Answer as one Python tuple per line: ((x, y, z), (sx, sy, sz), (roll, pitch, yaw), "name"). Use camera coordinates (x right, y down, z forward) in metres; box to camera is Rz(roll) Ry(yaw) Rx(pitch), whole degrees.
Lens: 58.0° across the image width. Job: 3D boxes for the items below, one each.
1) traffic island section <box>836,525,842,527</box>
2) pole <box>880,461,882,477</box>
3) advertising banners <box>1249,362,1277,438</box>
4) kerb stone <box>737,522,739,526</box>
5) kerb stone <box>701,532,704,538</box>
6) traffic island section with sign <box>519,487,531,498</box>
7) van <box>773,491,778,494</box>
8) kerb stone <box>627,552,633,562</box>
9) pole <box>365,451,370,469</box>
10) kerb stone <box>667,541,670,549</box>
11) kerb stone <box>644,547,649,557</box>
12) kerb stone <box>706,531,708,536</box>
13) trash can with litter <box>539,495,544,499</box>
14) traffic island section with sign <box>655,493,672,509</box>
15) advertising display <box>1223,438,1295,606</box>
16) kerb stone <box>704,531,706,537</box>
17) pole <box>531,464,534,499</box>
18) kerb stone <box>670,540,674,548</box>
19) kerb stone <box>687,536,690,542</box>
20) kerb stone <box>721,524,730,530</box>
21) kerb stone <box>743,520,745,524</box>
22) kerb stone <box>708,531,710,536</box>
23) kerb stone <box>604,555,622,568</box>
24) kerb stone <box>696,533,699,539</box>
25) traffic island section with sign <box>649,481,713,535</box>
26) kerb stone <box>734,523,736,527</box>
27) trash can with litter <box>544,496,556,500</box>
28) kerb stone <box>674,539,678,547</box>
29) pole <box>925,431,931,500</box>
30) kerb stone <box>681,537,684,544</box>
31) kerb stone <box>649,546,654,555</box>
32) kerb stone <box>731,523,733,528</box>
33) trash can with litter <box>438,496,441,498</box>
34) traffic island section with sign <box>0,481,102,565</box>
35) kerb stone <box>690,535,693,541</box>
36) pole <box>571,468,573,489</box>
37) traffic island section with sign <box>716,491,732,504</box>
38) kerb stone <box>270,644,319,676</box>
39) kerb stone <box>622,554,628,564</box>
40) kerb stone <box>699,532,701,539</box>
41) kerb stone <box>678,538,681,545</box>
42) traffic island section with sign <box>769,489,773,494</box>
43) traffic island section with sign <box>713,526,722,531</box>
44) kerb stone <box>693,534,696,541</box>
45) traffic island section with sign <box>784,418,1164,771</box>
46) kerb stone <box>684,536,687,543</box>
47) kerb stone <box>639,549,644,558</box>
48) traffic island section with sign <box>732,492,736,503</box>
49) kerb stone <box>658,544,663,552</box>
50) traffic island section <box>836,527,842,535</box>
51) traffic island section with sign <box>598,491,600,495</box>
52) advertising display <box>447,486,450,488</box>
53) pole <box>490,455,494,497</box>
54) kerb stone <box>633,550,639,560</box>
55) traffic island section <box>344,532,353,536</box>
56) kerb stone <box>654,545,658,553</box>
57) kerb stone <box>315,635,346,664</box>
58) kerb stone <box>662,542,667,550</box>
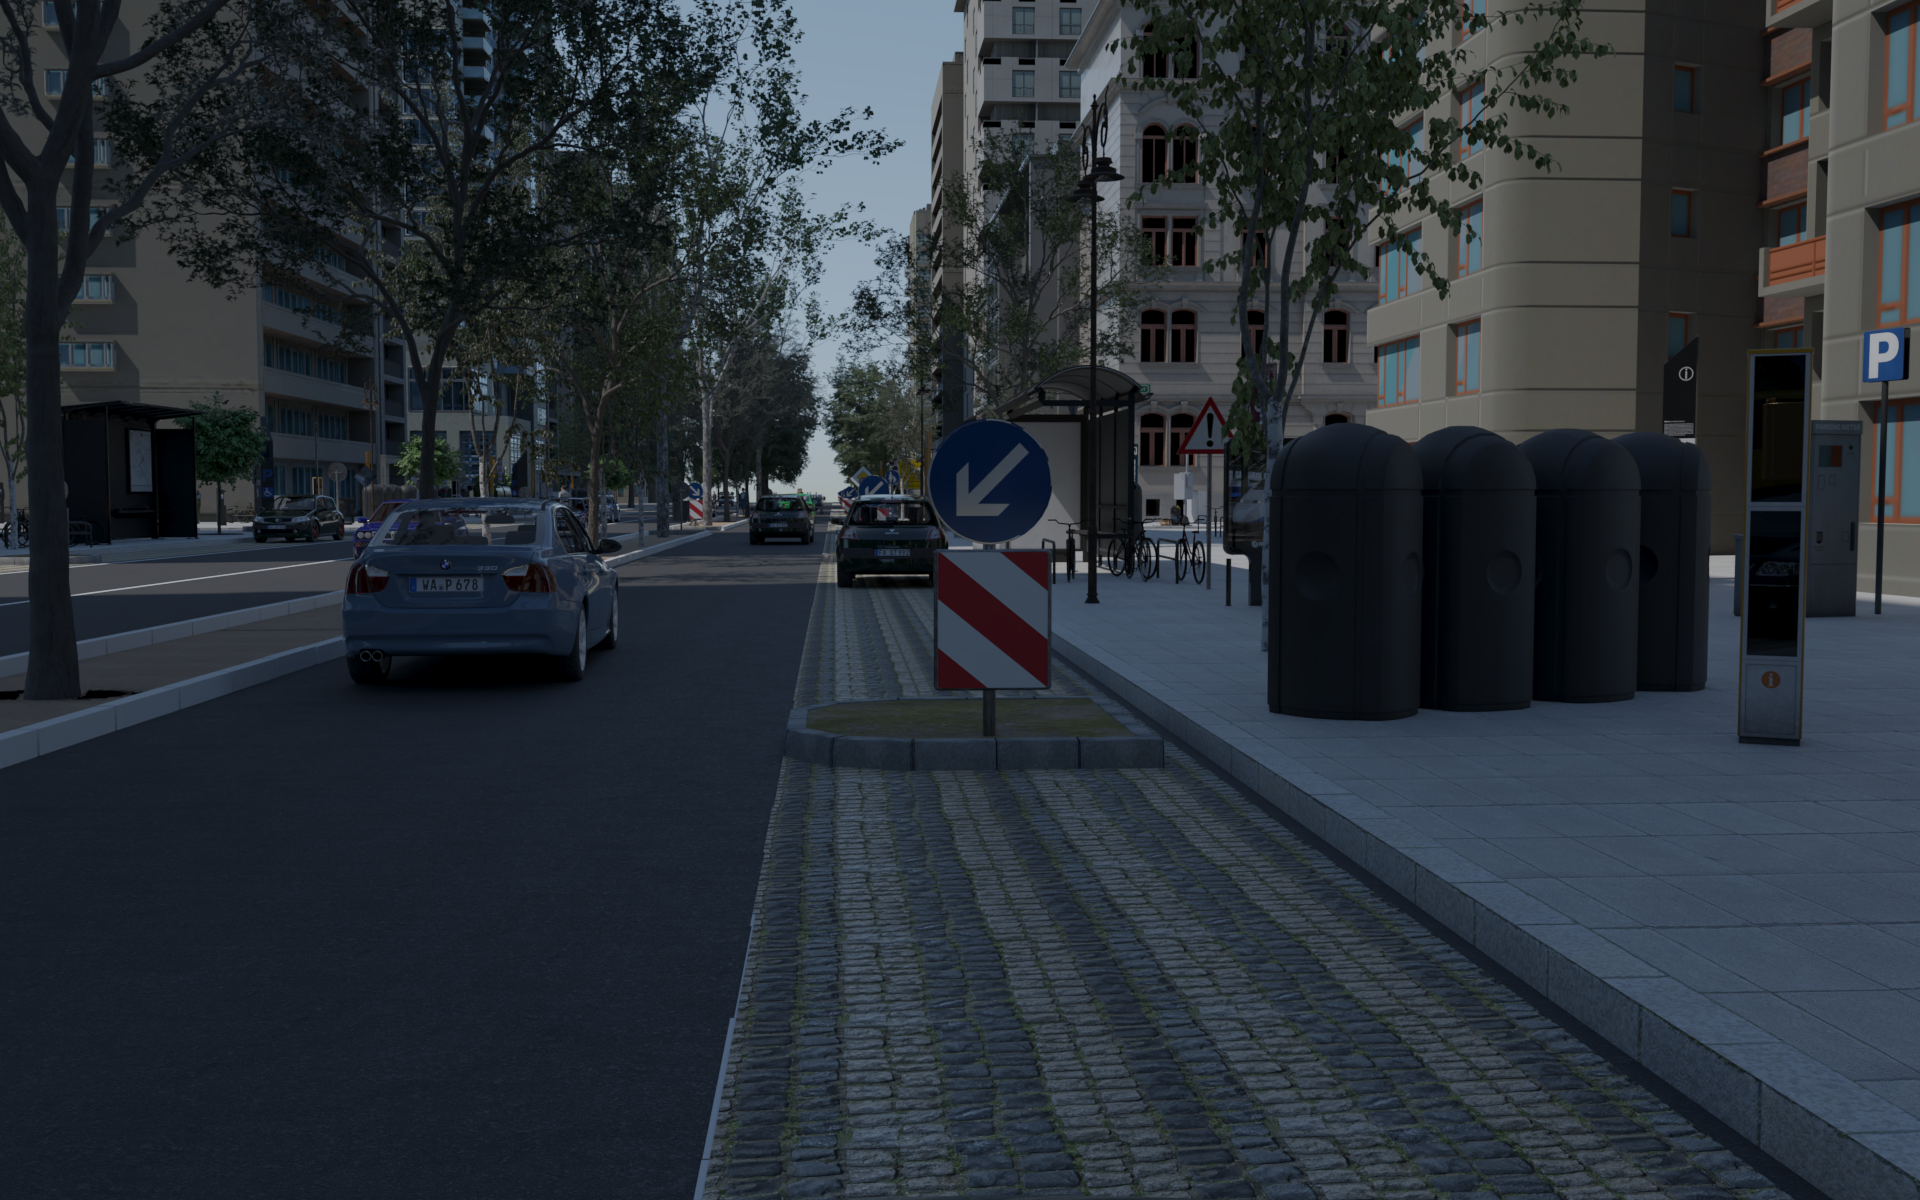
((-3.984, -2.884, 69.432), (2.009, 0.180, 2.903), (0, 4, -4), "traffic island section")
((-4.847, -6.881, 106.345), (0.158, 3.312, 0.155), (0, 3, 0), "pole")
((4.499, -1.616, 22.615), (0.090, 3.025, 2.074), (-3, 4, -36), "advertising banners")
((-9.906, -3.283, 75.904), (0.120, 0.150, 1.000), (0, 4, -4), "kerb stone")
((-8.468, -2.061, 55.961), (0.120, 0.150, 1.000), (0, 4, -4), "kerb stone")
((-22.894, -5.040, 91.038), (1.989, 1.847, 2.006), (0, 4, -4), "traffic island section with sign")
((-28.457, -15.687, 263.499), (2.013, 2.044, 4.112), (0, 4, -6), "van")
((-7.067, -0.879, 36.560), (0.120, 0.150, 1.000), (0, 4, -4), "kerb stone")
((-27.967, -5.381, 81.825), (0.158, 3.312, 0.155), (0, 3, 0), "pole")
((-7.655, -1.378, 44.729), (0.120, 0.150, 1.000), (0, 4, -4), "kerb stone")
((-7.288, -1.066, 39.620), (0.120, 0.150, 1.000), (0, 4, -4), "kerb stone")
((-8.622, -2.190, 58.000), (0.120, 0.150, 1.000), (0, 4, -4), "kerb stone")
((-28.384, -6.564, 118.370), (1.678, 1.210, 2.233), (0, 4, 6), "trash can with litter")
((-28.463, -9.744, 167.936), (1.989, 1.847, 2.006), (0, 4, -4), "traffic island section with sign")
((3.503, -0.895, 19.851), (0.974, 1.923, 0.123), (0, 4, -6), "advertising display")
((-8.539, -2.128, 56.981), (0.120, 0.150, 1.000), (0, 4, -4), "kerb stone")
((-28.864, -7.525, 116.878), (0.158, 3.312, 0.155), (0, 3, 0), "pole")
((-7.729, -1.441, 45.757), (0.120, 0.150, 1.000), (0, 4, -4), "kerb stone")
((-8.101, -1.752, 50.861), (0.120, 0.150, 1.000), (0, 4, -4), "kerb stone")
((-9.470, -2.903, 69.776), (0.120, 0.150, 1.000), (0, 4, -4), "kerb stone")
((-10.278, -3.593, 81.016), (0.120, 0.150, 1.000), (0, 4, -4), "kerb stone")
((-8.687, -2.252, 59.020), (0.120, 0.150, 1.000), (0, 4, -4), "kerb stone")
((-6.920, -0.754, 34.519), (0.120, 0.150, 1.000), (0, 4, -4), "kerb stone")
((-8.314, -1.940, 53.922), (0.120, 0.150, 1.000), (0, 4, -4), "kerb stone")
((-9.920, -3.248, 61.238), (2.006, 1.907, 1.989), (0, 4, -4), "traffic island section with sign")
((-9.763, -3.160, 73.853), (0.120, 0.150, 1.000), (0, 4, -4), "kerb stone")
((-26.880, -6.235, 113.326), (0.624, 1.170, 1.055), (2, 4, 34), "trash can with litter")
((-7.804, -1.503, 46.777), (0.120, 0.150, 1.000), (0, 4, -4), "kerb stone")
((-1.037, -3.810, 56.135), (0.158, 3.312, 0.155), (0, 3, 0), "pole")
((-7.953, -1.629, 48.821), (0.120, 0.150, 1.000), (0, 4, -4), "kerb stone")
((-7.356, -1.128, 40.640), (0.120, 0.150, 1.000), (0, 4, -4), "kerb stone")
((-9.615, -3.035, 71.815), (0.120, 0.150, 1.000), (0, 4, -4), "kerb stone")
((-26.633, -4.702, 88.273), (0.624, 1.170, 1.055), (0, 4, -5), "trash can with litter")
((-18.877, -1.649, 35.592), (1.989, 1.847, 2.006), (0, 4, -4), "traffic island section with sign")
((-8.173, -1.816, 51.880), (0.120, 0.150, 1.000), (0, 4, -4), "kerb stone")
((-30.775, -8.784, 137.469), (0.158, 3.312, 0.155), (0, 3, 0), "pole")
((-34.425, -14.783, 250.324), (1.989, 1.847, 2.006), (0, 4, -4), "traffic island section with sign")
((-5.442, 0.497, 14.069), (0.120, 0.150, 1.000), (0, 4, -4), "kerb stone")
((-6.984, -0.816, 35.540), (0.120, 0.150, 1.000), (0, 4, -4), "kerb stone")
((-8.398, -1.995, 54.941), (0.120, 0.150, 1.000), (0, 4, -4), "kerb stone")
((-7.873, -1.565, 47.801), (0.120, 0.150, 1.000), (0, 4, -4), "kerb stone")
((-15.884, -8.283, 143.568), (2.006, 1.907, 1.989), (0, 4, -4), "traffic island section with sign")
((-10.445, -3.700, 68.626), (2.006, 1.907, 1.989), (0, 4, -4), "traffic island section with sign")
((-8.243, -1.878, 52.902), (0.120, 0.150, 1.000), (0, 4, -4), "kerb stone")
((0.002, -0.076, 9.870), (1.989, 1.847, 2.006), (0, 4, -4), "traffic island section with sign")
((-8.031, -1.691, 49.841), (0.120, 0.150, 1.000), (0, 4, -4), "kerb stone")
((-7.207, -1.003, 38.601), (0.120, 0.150, 1.000), (0, 4, -4), "kerb stone")
((-36.386, -16.427, 277.208), (1.989, 1.847, 2.006), (0, 4, -4), "traffic island section with sign")
((-7.501, -1.251, 42.686), (0.120, 0.150, 1.000), (0, 4, -4), "kerb stone")
((-3.407, -2.397, 61.468), (2.009, 0.180, 2.903), (0, 4, -4), "traffic island section")
((-24.844, -6.685, 117.922), (1.989, 1.847, 2.006), (0, 4, -4), "traffic island section with sign")
((-39.604, -7.882, 134.076), (0.123, 1.923, 0.974), (-1, 4, -9), "advertising display")
((-24.652, -5.955, 91.211), (0.158, 3.312, 0.155), (0, 3, 0), "pole")
((-7.139, -0.940, 37.580), (0.120, 0.150, 1.000), (0, 4, -4), "kerb stone")
((-20.654, -2.321, 60.228), (2.009, 0.180, 2.903), (0, 4, -4), "traffic island section")
((-7.429, -1.190, 41.660), (0.120, 0.150, 1.000), (0, 4, -4), "kerb stone")
((-5.508, 0.438, 15.095), (0.120, 0.150, 1.000), (0, 4, -4), "kerb stone")
((-7.578, -1.316, 43.705), (0.120, 0.150, 1.000), (0, 4, -4), "kerb stone")
